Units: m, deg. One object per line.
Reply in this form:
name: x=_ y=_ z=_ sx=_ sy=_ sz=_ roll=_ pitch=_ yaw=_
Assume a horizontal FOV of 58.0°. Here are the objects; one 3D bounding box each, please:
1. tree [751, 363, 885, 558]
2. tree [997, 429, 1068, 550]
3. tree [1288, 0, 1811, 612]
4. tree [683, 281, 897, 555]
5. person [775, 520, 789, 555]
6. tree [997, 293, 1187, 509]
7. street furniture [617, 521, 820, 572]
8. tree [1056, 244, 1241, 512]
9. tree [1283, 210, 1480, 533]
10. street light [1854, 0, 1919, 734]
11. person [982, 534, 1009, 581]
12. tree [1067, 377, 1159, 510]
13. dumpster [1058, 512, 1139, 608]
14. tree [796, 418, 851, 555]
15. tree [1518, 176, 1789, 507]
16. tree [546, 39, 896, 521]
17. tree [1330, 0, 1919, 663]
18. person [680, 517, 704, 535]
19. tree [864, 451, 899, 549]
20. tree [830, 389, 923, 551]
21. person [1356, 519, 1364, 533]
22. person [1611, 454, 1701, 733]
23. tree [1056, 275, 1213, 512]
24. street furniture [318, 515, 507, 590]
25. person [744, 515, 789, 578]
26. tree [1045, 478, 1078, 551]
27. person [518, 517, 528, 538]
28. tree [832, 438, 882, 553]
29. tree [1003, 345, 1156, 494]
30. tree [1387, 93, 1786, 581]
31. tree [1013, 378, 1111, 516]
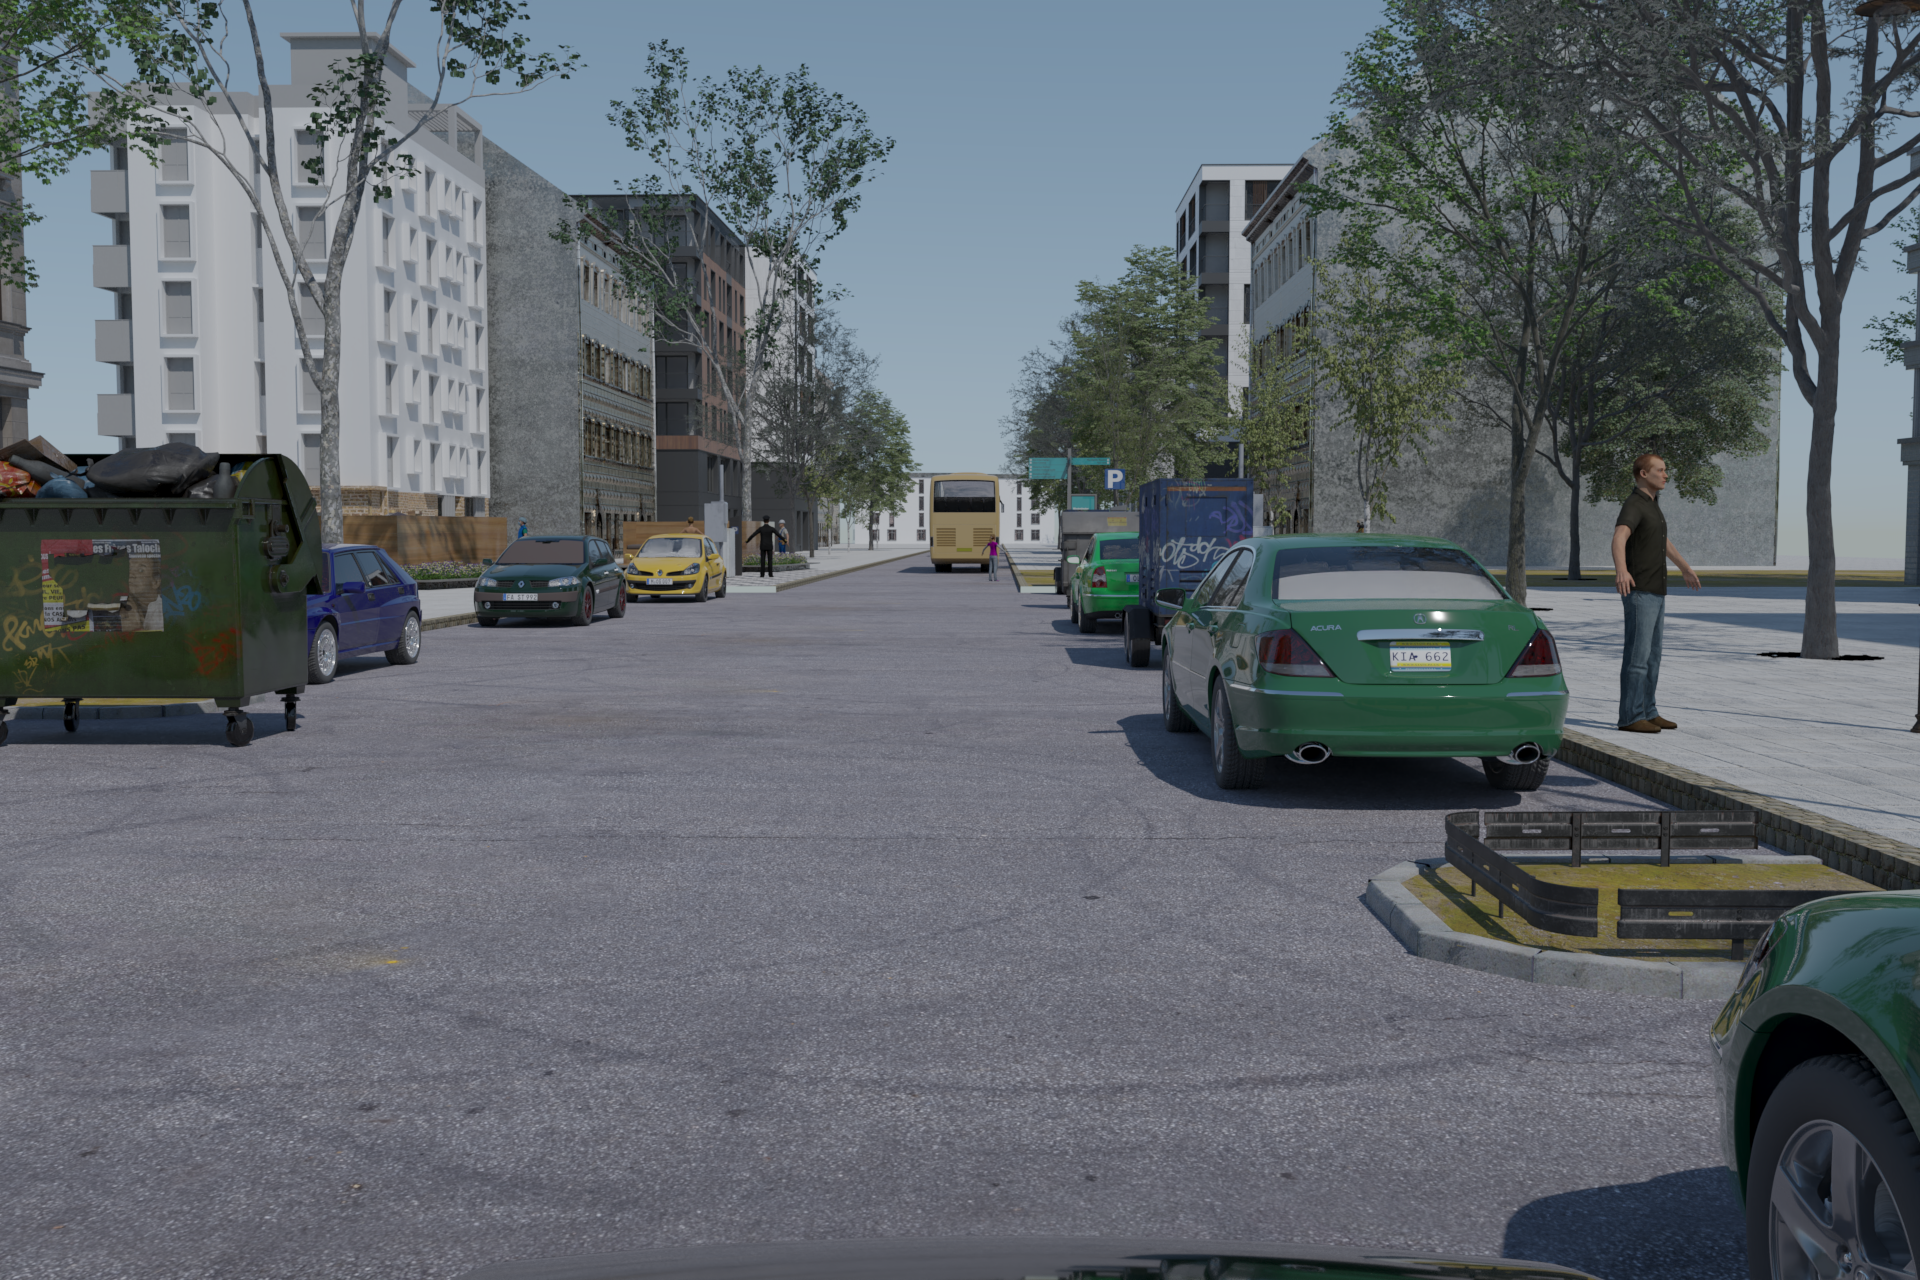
tree: x=-7.929 y=-9.753 z=93.876 sx=8.767 sy=10.594 sz=7.601 roll=1 pitch=4 yaw=12
tree: x=8.262 y=-14.113 z=141.123 sx=12.009 sy=13.543 sz=11.850 roll=0 pitch=3 yaw=0
tree: x=9.531 y=-6.304 z=28.825 sx=9.928 sy=11.665 sz=9.643 roll=0 pitch=3 yaw=0
tree: x=-8.150 y=-10.626 z=84.098 sx=12.009 sy=13.543 sz=11.850 roll=0 pitch=3 yaw=0
person: x=-7.077 y=-3.844 z=68.712 sx=0.705 sy=1.847 sz=1.347 roll=-2 pitch=4 yaw=-33
tree: x=6.963 y=-10.819 z=87.265 sx=12.009 sy=13.543 sz=11.850 roll=0 pitch=3 yaw=0
street furniture: x=-7.949 y=-3.355 z=61.709 sx=9.812 sy=1.723 sz=11.010 roll=0 pitch=4 yaw=8
tree: x=7.384 y=-9.162 z=67.920 sx=7.486 sy=12.596 sz=7.792 roll=0 pitch=3 yaw=0
tree: x=9.577 y=-5.456 z=39.564 sx=4.737 sy=8.622 sz=4.395 roll=0 pitch=3 yaw=0
street light: x=6.240 y=-2.338 z=11.007 sx=0.468 sy=5.910 sz=1.993 roll=0 pitch=4 yaw=1
person: x=1.044 y=-2.491 z=52.446 sx=0.991 sy=1.433 sz=0.599 roll=3 pitch=4 yaw=37
tree: x=6.615 y=-7.817 z=78.173 sx=4.737 sy=8.622 sz=4.395 roll=0 pitch=3 yaw=0
dumpster: x=2.832 y=-1.540 z=33.389 sx=1.865 sy=1.857 sz=1.264 roll=0 pitch=4 yaw=1
tree: x=-8.401 y=-9.661 z=108.324 sx=4.737 sy=8.622 sz=4.395 roll=0 pitch=3 yaw=0
tree: x=24.316 y=-9.426 z=60.764 sx=9.857 sy=13.997 sz=8.962 roll=0 pitch=3 yaw=0
tree: x=-9.214 y=-12.934 z=67.363 sx=12.611 sy=20.169 sz=13.585 roll=0 pitch=3 yaw=0
tree: x=8.797 y=-6.557 z=17.583 sx=12.009 sy=13.543 sz=11.850 roll=0 pitch=3 yaw=0
person: x=-7.081 y=-2.373 z=45.601 sx=1.217 sy=1.733 sz=0.721 roll=-1 pitch=4 yaw=-8
tree: x=-6.876 y=-11.993 z=146.449 sx=4.737 sy=8.622 sz=4.395 roll=0 pitch=3 yaw=0
tree: x=-6.566 y=-13.272 z=135.131 sx=7.486 sy=12.596 sz=7.792 roll=0 pitch=3 yaw=0
person: x=14.883 y=-3.587 z=64.413 sx=0.705 sy=1.858 sz=1.354 roll=0 pitch=4 yaw=-7
person: x=4.487 y=-0.310 z=11.281 sx=0.705 sy=1.803 sz=1.348 roll=3 pitch=5 yaw=41
tree: x=4.402 y=-6.091 z=49.958 sx=4.360 sy=8.622 sz=3.978 roll=0 pitch=3 yaw=0
street furniture: x=-14.306 y=-2.172 z=42.366 sx=11.010 sy=1.723 sz=9.812 roll=1 pitch=4 yaw=15
person: x=-5.723 y=-2.769 z=51.214 sx=1.347 sy=1.837 sz=0.705 roll=0 pitch=4 yaw=-5
tree: x=7.636 y=-10.981 z=129.900 sx=4.737 sy=8.622 sz=4.395 roll=0 pitch=3 yaw=0
person: x=-13.915 y=-2.989 z=54.996 sx=0.704 sy=1.817 sz=1.347 roll=-2 pitch=4 yaw=-24
tree: x=-7.795 y=-10.394 z=120.310 sx=4.360 sy=8.622 sz=3.978 roll=0 pitch=3 yaw=0
tree: x=7.857 y=-12.159 z=109.171 sx=12.009 sy=13.543 sz=11.850 roll=0 pitch=3 yaw=0
tree: x=17.003 y=-8.410 z=47.866 sx=12.009 sy=13.543 sz=11.850 roll=0 pitch=3 yaw=0
tree: x=7.392 y=-12.424 z=121.260 sx=7.486 sy=12.596 sz=7.792 roll=0 pitch=3 yaw=0
